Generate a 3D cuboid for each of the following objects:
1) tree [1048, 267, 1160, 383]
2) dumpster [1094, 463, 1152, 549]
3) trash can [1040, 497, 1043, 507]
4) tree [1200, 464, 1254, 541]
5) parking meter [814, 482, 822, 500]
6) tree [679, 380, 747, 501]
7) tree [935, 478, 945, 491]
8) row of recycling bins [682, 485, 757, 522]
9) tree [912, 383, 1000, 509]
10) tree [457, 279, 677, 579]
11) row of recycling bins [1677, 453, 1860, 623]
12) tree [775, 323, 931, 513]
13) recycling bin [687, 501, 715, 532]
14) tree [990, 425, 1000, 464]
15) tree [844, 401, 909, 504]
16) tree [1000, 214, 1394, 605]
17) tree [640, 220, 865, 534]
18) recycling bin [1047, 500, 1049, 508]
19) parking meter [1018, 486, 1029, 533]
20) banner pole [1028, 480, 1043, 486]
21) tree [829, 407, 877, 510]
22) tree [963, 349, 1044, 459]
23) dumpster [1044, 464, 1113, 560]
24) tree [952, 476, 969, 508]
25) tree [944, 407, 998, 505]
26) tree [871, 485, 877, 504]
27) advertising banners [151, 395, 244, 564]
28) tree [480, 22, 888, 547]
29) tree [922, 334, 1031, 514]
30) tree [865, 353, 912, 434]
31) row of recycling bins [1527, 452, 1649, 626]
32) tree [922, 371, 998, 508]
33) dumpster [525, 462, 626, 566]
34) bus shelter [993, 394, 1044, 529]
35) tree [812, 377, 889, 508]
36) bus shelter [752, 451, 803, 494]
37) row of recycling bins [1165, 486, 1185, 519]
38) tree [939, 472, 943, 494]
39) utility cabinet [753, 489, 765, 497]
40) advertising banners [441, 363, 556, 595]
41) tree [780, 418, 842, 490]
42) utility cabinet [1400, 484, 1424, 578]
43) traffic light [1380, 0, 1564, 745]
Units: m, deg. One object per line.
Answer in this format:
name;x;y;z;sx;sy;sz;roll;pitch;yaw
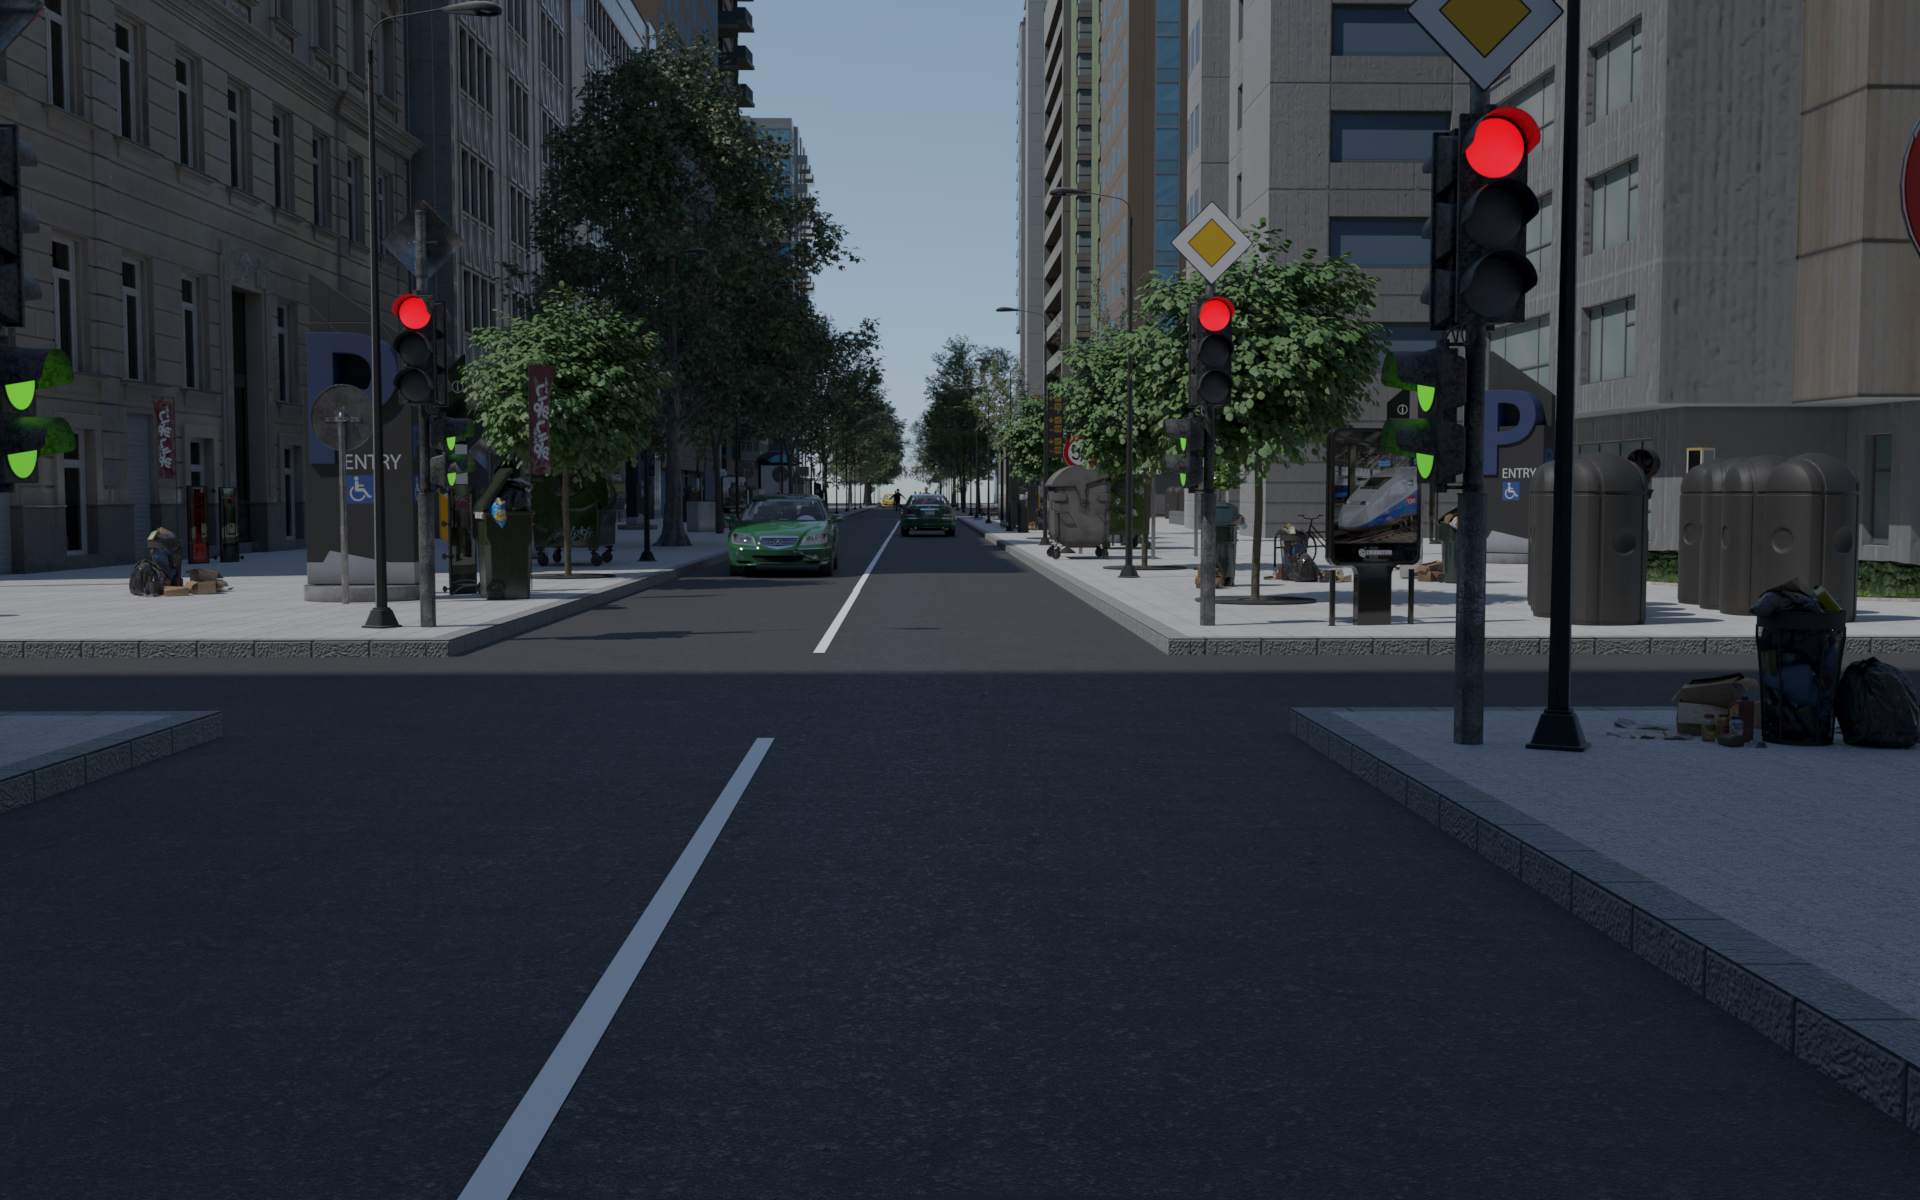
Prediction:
tree;4.951;-6.413;55.219;4.360;8.622;3.978;0;3;0
dumpster;3.770;-2.339;40.730;1.502;2.255;1.985;0;4;-1
trash can;3.598;-4.107;78.803;0.748;1.137;0.748;0;3;0
tree;7.099;-3.213;47.140;1.663;3.219;1.824;0;3;0
parking meter;-6.753;-4.687;82.344;0.399;1.863;0.255;0;4;1
tree;-12.262;-8.091;82.648;4.737;8.622;4.395;0;3;0
tree;-2.446;-17.808;241.515;4.360;8.622;3.978;0;3;0
row of recycling bins;-10.930;-4.398;79.026;3.534;1.692;1.069;-1;4;-11
tree;0.118;-12.829;144.160;8.767;10.594;7.601;-1;4;-20
tree;-5.983;-2.626;26.655;4.285;4.588;4.351;0;3;0
row of recycling bins;8.686;-0.717;18.834;1.069;1.692;3.534;0;4;6
tree;-9.250;-12.720;118.347;12.009;13.543;11.850;0;3;0
recycling bin;-8.805;-2.833;58.871;0.722;1.027;0.722;-3;5;-43
tree;3.103;-2.805;29.578;4.285;4.588;4.351;0;3;0
tree;-11.240;-18.977;216.932;9.857;13.997;8.962;0;3;0
tree;3.457;-2.250;20.494;4.285;4.588;4.351;0;3;0
tree;-7.764;-7.446;56.157;8.767;10.594;7.601;0;4;0
recycling bin;3.938;-4.400;84.492;0.722;1.027;0.722;0;4;-8
parking meter;2.083;-2.980;57.126;0.372;1.533;0.369;0;3;0
banner pole;2.867;-4.452;62.802;0.863;3.779;0.401;-1;4;-13
tree;-8.671;-11.361;136.117;4.360;8.622;3.978;0;3;0
tree;2.381;-8.445;88.446;4.737;8.622;4.395;0;3;0
dumpster;2.377;-1.762;34.573;1.264;1.857;1.865;0;4;-1
tree;0.245;-10.437;165.243;1.663;3.219;1.824;0;3;0
tree;-0.479;-15.786;175.101;9.611;12.733;9.660;0;3;0
tree;-12.290;-14.753;235.811;1.663;3.219;1.824;0;3;0
advertising banners;-13.972;-2.176;31.763;0.090;3.025;2.074;1;4;21
tree;-7.038;-7.683;42.629;9.611;12.733;9.660;0;3;0
tree;1.066;-11.457;113.070;9.928;11.665;9.643;0;3;0
tree;-6.989;-8.459;72.724;8.767;10.594;7.601;0;4;6
row of recycling bins;6.602;-0.695;18.477;1.069;1.692;3.534;1;4;13
tree;-0.029;-14.696;158.408;7.486;12.596;7.792;0;3;0
dumpster;-6.970;-1.770;31.437;1.502;2.255;1.985;0;4;-1
bus shelter;2.436;-5.505;67.642;2.179;5.291;8.768;0;4;-2
tree;-10.538;-15.065;164.436;7.486;12.596;7.792;0;3;0
bus shelter;-8.794;-5.504;83.910;2.014;3.302;5.546;0;4;-1
row of recycling bins;11.490;-4.959;88.194;1.069;1.692;3.534;-1;4;-21
tree;-2.648;-19.415;227.806;12.009;13.543;11.850;0;3;0
utility cabinet;-8.862;-4.137;76.322;0.318;1.500;1.173;0;4;7
advertising banners;-6.010;-1.625;22.751;0.090;3.025;2.074;2;4;30
tree;-8.360;-9.072;98.686;4.737;8.622;4.395;0;3;0
utility cabinet;6.977;-1.101;26.687;0.318;1.500;1.173;1;4;17
traffic light;2.600;-1.216;8.809;0.839;4.253;0.868;0;4;-1
